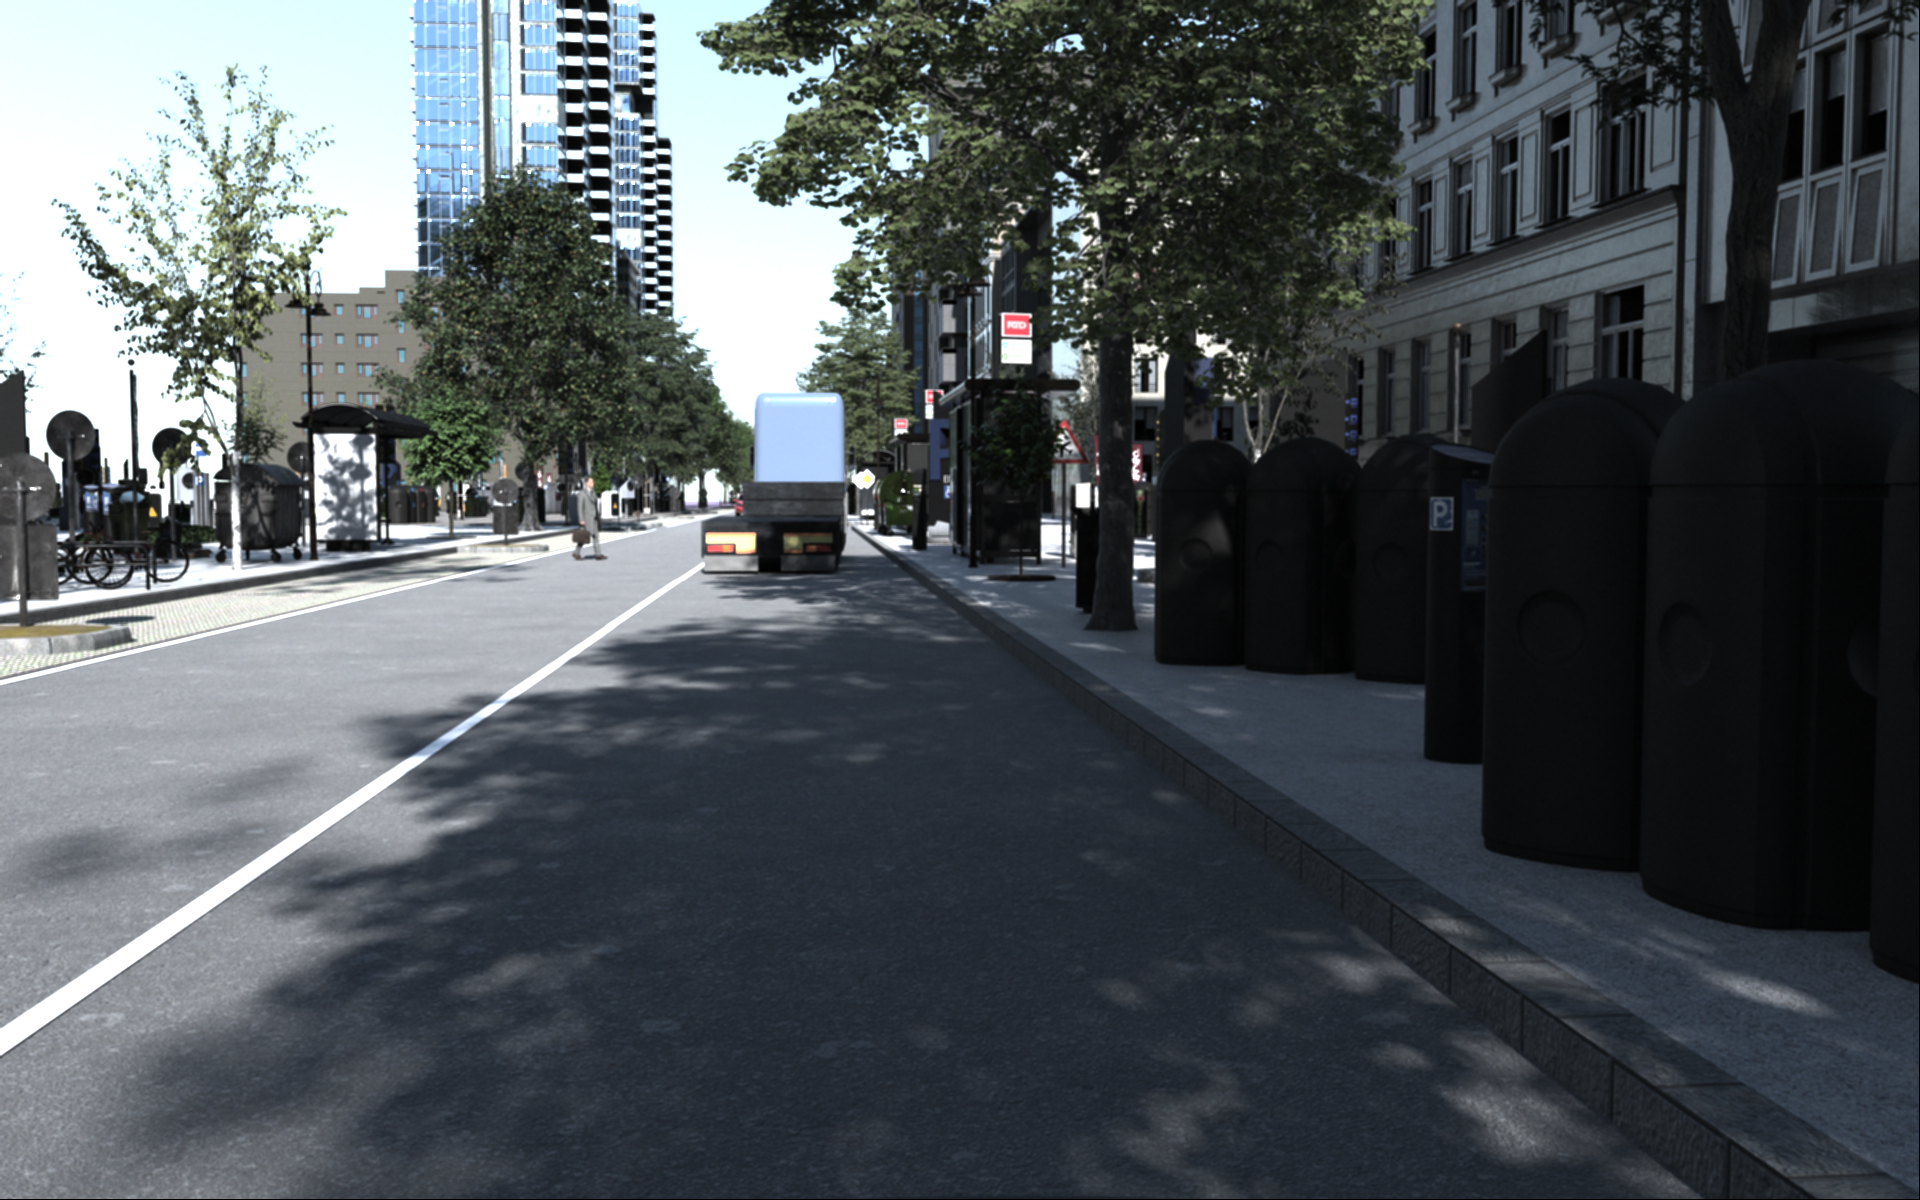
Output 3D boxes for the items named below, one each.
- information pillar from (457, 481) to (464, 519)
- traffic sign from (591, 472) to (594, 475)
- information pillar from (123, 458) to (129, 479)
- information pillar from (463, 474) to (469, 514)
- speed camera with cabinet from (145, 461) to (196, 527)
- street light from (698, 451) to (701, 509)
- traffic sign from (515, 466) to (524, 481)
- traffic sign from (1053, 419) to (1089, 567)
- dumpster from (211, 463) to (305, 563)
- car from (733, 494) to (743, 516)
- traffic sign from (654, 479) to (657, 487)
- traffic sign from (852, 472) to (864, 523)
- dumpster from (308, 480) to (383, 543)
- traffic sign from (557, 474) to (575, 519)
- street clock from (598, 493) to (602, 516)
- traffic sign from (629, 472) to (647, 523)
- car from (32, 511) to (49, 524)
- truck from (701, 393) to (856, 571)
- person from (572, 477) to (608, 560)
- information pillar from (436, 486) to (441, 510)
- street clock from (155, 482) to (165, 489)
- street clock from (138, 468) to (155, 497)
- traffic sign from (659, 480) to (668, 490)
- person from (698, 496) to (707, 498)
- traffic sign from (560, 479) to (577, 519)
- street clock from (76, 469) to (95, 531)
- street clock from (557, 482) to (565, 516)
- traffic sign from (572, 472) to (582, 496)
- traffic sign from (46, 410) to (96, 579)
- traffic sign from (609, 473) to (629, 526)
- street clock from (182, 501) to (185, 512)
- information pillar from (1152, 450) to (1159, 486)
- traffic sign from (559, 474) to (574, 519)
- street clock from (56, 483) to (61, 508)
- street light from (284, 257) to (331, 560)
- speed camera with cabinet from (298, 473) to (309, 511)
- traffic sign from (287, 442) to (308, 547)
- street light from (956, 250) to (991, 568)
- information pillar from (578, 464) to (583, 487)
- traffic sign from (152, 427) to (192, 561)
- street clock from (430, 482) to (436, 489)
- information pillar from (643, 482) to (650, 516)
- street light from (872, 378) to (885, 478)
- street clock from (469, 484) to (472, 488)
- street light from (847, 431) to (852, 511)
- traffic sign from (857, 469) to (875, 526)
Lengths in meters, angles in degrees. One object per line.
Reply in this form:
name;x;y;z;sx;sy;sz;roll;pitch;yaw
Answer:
information pillar;-25.467;-5.125;88.290;0.304;2.012;0.304;-1;4;-19
traffic sign;-21.007;-6.052;98.950;0.884;2.594;0.081;0;4;4
information pillar;-53.763;-7.363;111.735;0.183;3.616;0.504;0;4;4
information pillar;-27.767;-6.468;97.100;0.504;3.616;0.183;-2;4;-33
speed camera with cabinet;-26.673;-3.908;58.234;2.038;3.252;0.660;-3;5;-39
street light;-23.022;-11.026;153.067;0.468;5.910;1.993;0;4;-5
traffic sign;-17.017;-4.136;67.728;0.768;2.556;0.104;0;4;2
traffic sign;1.811;-1.847;30.205;0.884;2.594;0.081;0;4;2
dumpster;-13.408;-1.672;33.099;1.264;1.857;1.865;0;4;-5
car;-13.842;-6.418;113.973;2.155;1.783;4.494;0;4;-5
traffic sign;-24.829;-8.527;139.522;0.768;2.556;0.104;0;4;-1
traffic sign;-4.432;-4.517;77.492;0.795;2.450;0.064;0;4;-5
dumpster;-16.253;-2.650;45.820;1.502;2.255;1.985;0;4;-5
traffic sign;-18.133;-4.873;79.684;0.884;2.594;0.081;0;4;3
street clock;-21.100;-5.948;101.824;0.471;2.002;0.358;0;4;-1
traffic sign;-14.240;-4.465;76.647;0.795;2.450;0.064;0;4;-5
car;-39.874;-3.760;70.143;5.304;1.827;2.281;0;4;-6
truck;-3.932;-3.083;40.173;2.967;4.110;18.799;0;4;-3
person;-8.045;-1.775;37.620;0.767;1.812;0.694;2;4;24
information pillar;-42.085;-9.075;139.725;0.183;3.616;0.504;-3;5;-44
street clock;-46.335;-5.875;100.623;0.358;2.002;0.471;-1;4;-10
street clock;-22.667;-2.661;48.085;0.358;2.002;0.471;-1;4;-22
traffic sign;-25.517;-9.114;149.116;0.768;2.556;0.104;0;4;-1
person;-34.062;-13.451;229.152;1.217;1.736;0.721;-1;4;-9
traffic sign;-20.464;-5.536;90.525;0.884;2.594;0.081;0;4;3
street clock;-25.153;-2.770;49.856;0.471;2.002;0.358;-1;4;-21
street clock;-23.672;-6.041;103.341;0.358;2.002;0.471;2;4;34
traffic sign;-20.420;-5.541;91.787;0.795;2.450;0.064;0;4;-3
traffic sign;-13.460;-1.597;26.222;0.768;2.556;0.104;0;4;3
traffic sign;-13.535;-3.979;68.693;0.795;2.450;0.064;0;4;-5
street clock;-43.282;-5.616;96.392;0.358;2.002;0.471;-1;4;-16
information pillar;9.158;-5.459;80.606;0.504;3.616;0.183;3;5;41
traffic sign;-19.851;-5.340;87.407;0.768;2.556;0.104;0;4;1
street clock;-58.262;-6.566;111.921;0.358;2.002;0.471;-1;4;-16
street light;-12.552;-3.712;33.480;0.468;5.910;1.993;0;4;-5
speed camera with cabinet;-34.356;-5.833;89.699;2.038;3.252;0.660;0;4;1
traffic sign;-16.036;-2.578;42.253;0.768;2.556;0.104;0;4;3
street light;0.229;-3.506;30.114;0.468;5.910;1.993;0;4;-5
information pillar;-29.194;-8.685;133.346;0.504;3.616;0.183;2;4;30
traffic sign;-15.036;-2.015;33.055;0.768;2.556;0.104;0;4;0
street clock;-32.633;-6.270;107.084;0.471;2.002;0.358;0;4;-2
information pillar;-18.572;-6.007;102.705;0.304;2.012;0.304;3;5;43
street light;-3.266;-5.895;69.177;0.468;5.910;1.993;0;4;-5
street clock;-35.173;-7.305;124.010;0.358;2.002;0.471;1;4;22
street light;-7.162;-8.554;112.641;0.468;5.910;1.993;0;4;-5
traffic sign;-3.727;-4.030;69.538;0.795;2.450;0.064;0;4;-5
